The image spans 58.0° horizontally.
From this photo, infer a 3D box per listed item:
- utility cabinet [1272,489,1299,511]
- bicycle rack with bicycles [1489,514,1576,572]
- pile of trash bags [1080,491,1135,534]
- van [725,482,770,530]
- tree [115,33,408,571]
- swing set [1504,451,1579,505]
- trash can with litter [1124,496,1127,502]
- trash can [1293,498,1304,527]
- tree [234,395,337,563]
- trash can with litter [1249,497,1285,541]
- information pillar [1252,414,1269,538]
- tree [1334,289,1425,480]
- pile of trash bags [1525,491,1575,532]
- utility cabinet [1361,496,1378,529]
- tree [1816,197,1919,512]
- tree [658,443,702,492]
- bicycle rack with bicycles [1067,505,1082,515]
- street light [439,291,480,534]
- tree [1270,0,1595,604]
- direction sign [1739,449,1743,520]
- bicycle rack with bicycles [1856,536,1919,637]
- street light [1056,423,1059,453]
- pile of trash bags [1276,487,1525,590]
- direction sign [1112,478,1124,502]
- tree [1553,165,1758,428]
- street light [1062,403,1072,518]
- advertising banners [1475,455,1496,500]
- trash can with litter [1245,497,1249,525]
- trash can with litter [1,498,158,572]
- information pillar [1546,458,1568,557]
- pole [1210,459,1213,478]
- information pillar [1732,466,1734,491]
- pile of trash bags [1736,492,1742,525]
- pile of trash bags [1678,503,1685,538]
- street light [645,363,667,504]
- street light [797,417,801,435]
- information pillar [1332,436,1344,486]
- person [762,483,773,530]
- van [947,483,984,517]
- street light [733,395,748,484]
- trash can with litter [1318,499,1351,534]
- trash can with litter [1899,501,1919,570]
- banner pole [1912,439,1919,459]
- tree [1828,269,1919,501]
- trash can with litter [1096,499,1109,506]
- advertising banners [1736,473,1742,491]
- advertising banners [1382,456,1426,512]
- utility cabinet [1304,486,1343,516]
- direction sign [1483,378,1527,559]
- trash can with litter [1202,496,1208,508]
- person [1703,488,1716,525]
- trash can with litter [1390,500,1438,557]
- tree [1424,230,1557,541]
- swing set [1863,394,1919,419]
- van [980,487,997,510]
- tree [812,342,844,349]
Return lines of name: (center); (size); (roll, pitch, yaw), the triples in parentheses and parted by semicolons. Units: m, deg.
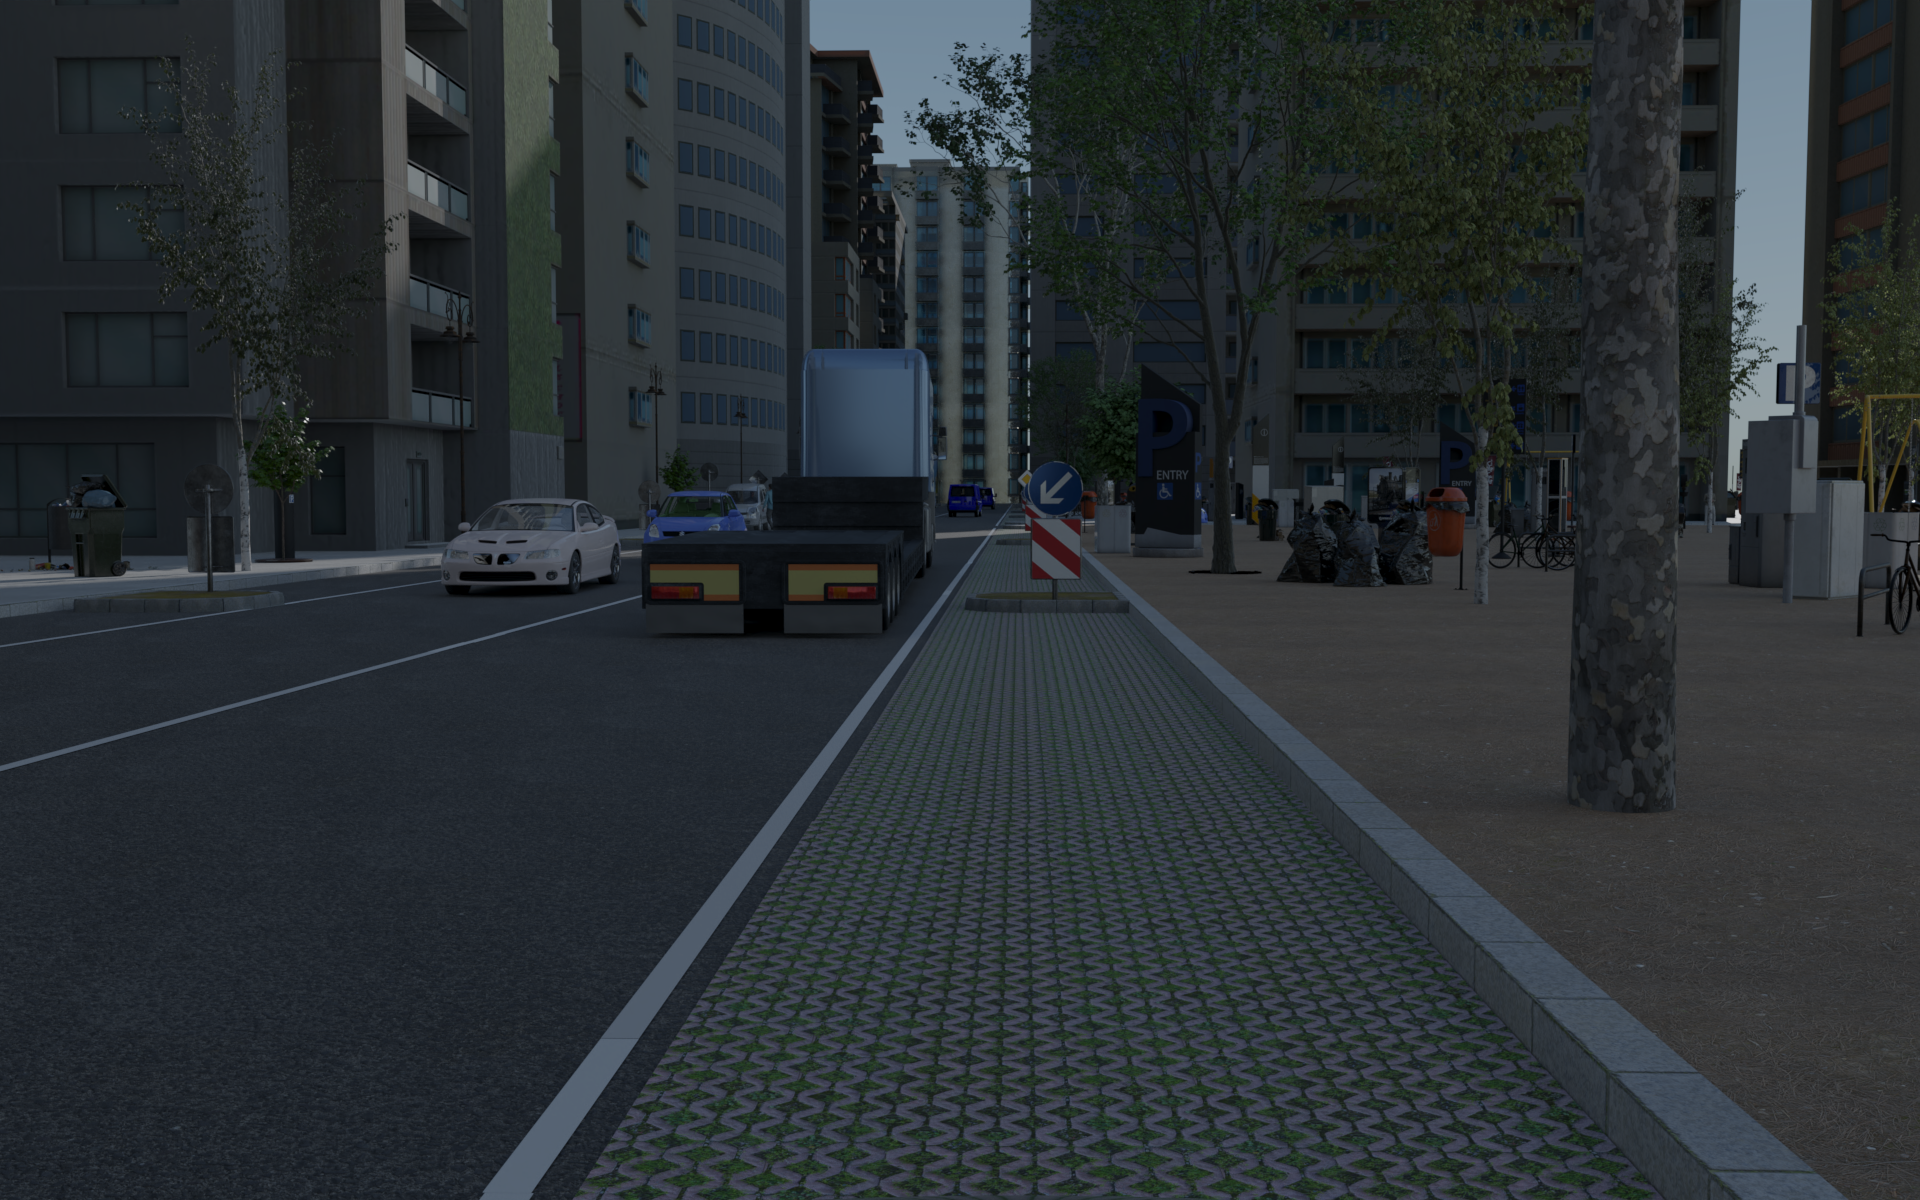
utility cabinet: (14.714, -4.260, 78.335); (1.173, 1.500, 0.318); (0, 4, -4)
bicycle rack with bicycles: (10.453, -0.987, 29.515); (2.925, 0.926, 2.852); (0, 4, 5)
pile of trash bags: (5.430, -2.873, 56.729); (3.447, 1.369, 1.912); (2, 4, 33)
van: (-8.381, -3.679, 67.170); (2.013, 2.044, 4.112); (0, 4, 1)
tree: (-11.676, -4.787, 28.633); (4.360, 8.622, 3.978); (0, 3, 0)
swing set: (21.287, -4.002, 63.046); (3.119, 2.851, 2.862); (1, 4, 13)
trash can with litter: (10.329, -5.638, 103.570); (1.055, 1.170, 0.624); (-3, 4, -37)
trash can: (11.118, -2.719, 56.108); (0.748, 1.137, 0.748); (0, 3, 0)
tree: (-12.869, -2.331, 32.710); (1.663, 3.219, 1.824); (0, 3, 0)
trash can with litter: (8.474, -2.204, 47.423); (0.624, 1.170, 1.055); (2, 4, 32)
information pillar: (8.741, -3.605, 50.300); (0.504, 3.616, 0.183); (0, 4, -3)
tree: (14.685, -6.501, 56.648); (4.360, 8.622, 3.978); (0, 3, 0)
pile of trash bags: (18.736, -2.818, 55.820); (1.912, 1.369, 3.447); (-1, 4, -13)
utility cabinet: (15.473, -3.266, 64.563); (1.020, 1.237, 0.306); (1, 4, 14)
tree: (23.692, -5.721, 43.906); (4.737, 8.622, 4.395); (0, 3, 0)
tree: (-10.614, -4.367, 65.999); (1.663, 3.219, 1.824); (0, 3, 0)
bicycle rack with bicycles: (7.098, -5.754, 107.455); (2.852, 0.926, 2.925); (-2, 4, -27)
street light: (-11.395, -4.087, 39.610); (0.468, 5.910, 1.993); (0, 4, 2)
tree: (5.857, -4.255, 19.935); (4.737, 8.622, 4.395); (0, 3, 0)
direction sign: (39.544, -5.827, 87.271); (0.876, 3.537, 0.379); (-2, 4, -30)
bicycle rack with bicycles: (9.525, -0.149, 15.818); (2.852, 0.926, 2.925); (3, 4, 36)
street light: (6.166, -8.396, 110.055); (0.468, 5.910, 1.993); (0, 4, 2)
pile of trash bags: (5.986, -0.895, 24.387); (1.912, 1.369, 3.447); (-1, 4, -21)
direction sign: (10.072, -7.264, 110.764); (0.876, 3.537, 0.379); (3, 4, 36)
tree: (16.090, -5.471, 39.810); (4.360, 8.622, 3.978); (0, 3, 0)
street light: (5.392, -7.020, 87.572); (0.468, 5.910, 1.993); (0, 4, 2)
advertising banners: (23.182, -5.029, 78.413); (2.074, 3.025, 0.090); (1, 4, 23)
trash can with litter: (12.213, -3.664, 71.289); (0.624, 1.170, 1.055); (-2, 4, -31)
trash can with litter: (-14.823, -1.116, 29.305); (2.233, 1.210, 1.678); (0, 4, -1)
information pillar: (12.164, -1.885, 35.304); (0.304, 2.012, 0.304); (3, 5, 42)
pole: (15.574, -6.927, 107.097); (0.158, 3.312, 0.155); (0, 3, 0)
information pillar: (63.766, -9.273, 142.972); (0.183, 3.616, 0.504); (1, 4, 22)
pile of trash bags: (31.411, -3.462, 66.349); (1.912, 1.369, 3.447); (-3, 4, -37)
pile of trash bags: (20.119, -2.493, 50.507); (1.912, 1.369, 3.447); (1, 4, 19)
street light: (-10.694, -5.400, 61.079); (0.468, 5.910, 1.993); (0, 4, 2)
street light: (-9.279, -7.878, 101.586); (0.468, 5.910, 1.993); (0, 4, 2)
information pillar: (15.163, -4.776, 69.436); (0.504, 3.616, 0.183); (0, 4, -6)
person: (-6.915, -3.375, 63.707); (0.660, 1.820, 0.620); (-3, 5, -44)
van: (0.330, -6.378, 108.660); (2.240, 2.365, 5.245); (0, 4, 4)
street light: (-10.077, -6.546, 79.821); (0.468, 5.910, 1.993); (0, 4, 2)
trash can with litter: (8.202, -1.595, 37.458); (0.624, 1.170, 1.055); (3, 4, 38)
trash can with litter: (16.387, -1.094, 29.270); (1.055, 1.170, 0.624); (-1, 4, -9)
banner pole: (43.450, -5.433, 78.846); (0.401, 3.779, 0.863); (1, 4, 9)
tree: (30.594, -6.455, 55.899); (4.360, 8.622, 3.978); (0, 3, 0)
trash can with litter: (5.605, -3.514, 68.845); (0.624, 1.170, 1.055); (0, 4, 3)
advertising banners: (63.871, -9.026, 143.768); (2.074, 3.025, 0.090); (1, 4, 15)
advertising banners: (20.502, -5.127, 80.007); (2.074, 3.025, 0.090); (2, 4, 32)
utility cabinet: (9.620, -2.270, 45.800); (1.173, 1.500, 0.318); (-2, 4, -34)
direction sign: (10.748, -2.585, 34.262); (0.876, 3.537, 0.379); (3, 5, 41)
trash can with litter: (14.342, -5.668, 104.059); (1.055, 1.170, 0.624); (-2, 4, -25)
person: (32.347, -4.015, 74.698); (0.519, 1.759, 0.362); (1, 4, 10)
trash can with litter: (9.413, -1.477, 35.537); (1.055, 1.170, 0.624); (-1, 4, -21)
tree: (15.598, -5.922, 47.190); (4.360, 8.622, 3.978); (0, 3, 0)
swing set: (15.752, -1.789, 26.875); (3.119, 2.851, 2.862); (1, 4, 21)
van: (2.257, -9.550, 160.533); (2.240, 2.365, 5.245); (0, 4, 3)
tree: (-9.197, -11.483, 113.497); (9.928, 11.665, 9.643); (0, 3, 0)
